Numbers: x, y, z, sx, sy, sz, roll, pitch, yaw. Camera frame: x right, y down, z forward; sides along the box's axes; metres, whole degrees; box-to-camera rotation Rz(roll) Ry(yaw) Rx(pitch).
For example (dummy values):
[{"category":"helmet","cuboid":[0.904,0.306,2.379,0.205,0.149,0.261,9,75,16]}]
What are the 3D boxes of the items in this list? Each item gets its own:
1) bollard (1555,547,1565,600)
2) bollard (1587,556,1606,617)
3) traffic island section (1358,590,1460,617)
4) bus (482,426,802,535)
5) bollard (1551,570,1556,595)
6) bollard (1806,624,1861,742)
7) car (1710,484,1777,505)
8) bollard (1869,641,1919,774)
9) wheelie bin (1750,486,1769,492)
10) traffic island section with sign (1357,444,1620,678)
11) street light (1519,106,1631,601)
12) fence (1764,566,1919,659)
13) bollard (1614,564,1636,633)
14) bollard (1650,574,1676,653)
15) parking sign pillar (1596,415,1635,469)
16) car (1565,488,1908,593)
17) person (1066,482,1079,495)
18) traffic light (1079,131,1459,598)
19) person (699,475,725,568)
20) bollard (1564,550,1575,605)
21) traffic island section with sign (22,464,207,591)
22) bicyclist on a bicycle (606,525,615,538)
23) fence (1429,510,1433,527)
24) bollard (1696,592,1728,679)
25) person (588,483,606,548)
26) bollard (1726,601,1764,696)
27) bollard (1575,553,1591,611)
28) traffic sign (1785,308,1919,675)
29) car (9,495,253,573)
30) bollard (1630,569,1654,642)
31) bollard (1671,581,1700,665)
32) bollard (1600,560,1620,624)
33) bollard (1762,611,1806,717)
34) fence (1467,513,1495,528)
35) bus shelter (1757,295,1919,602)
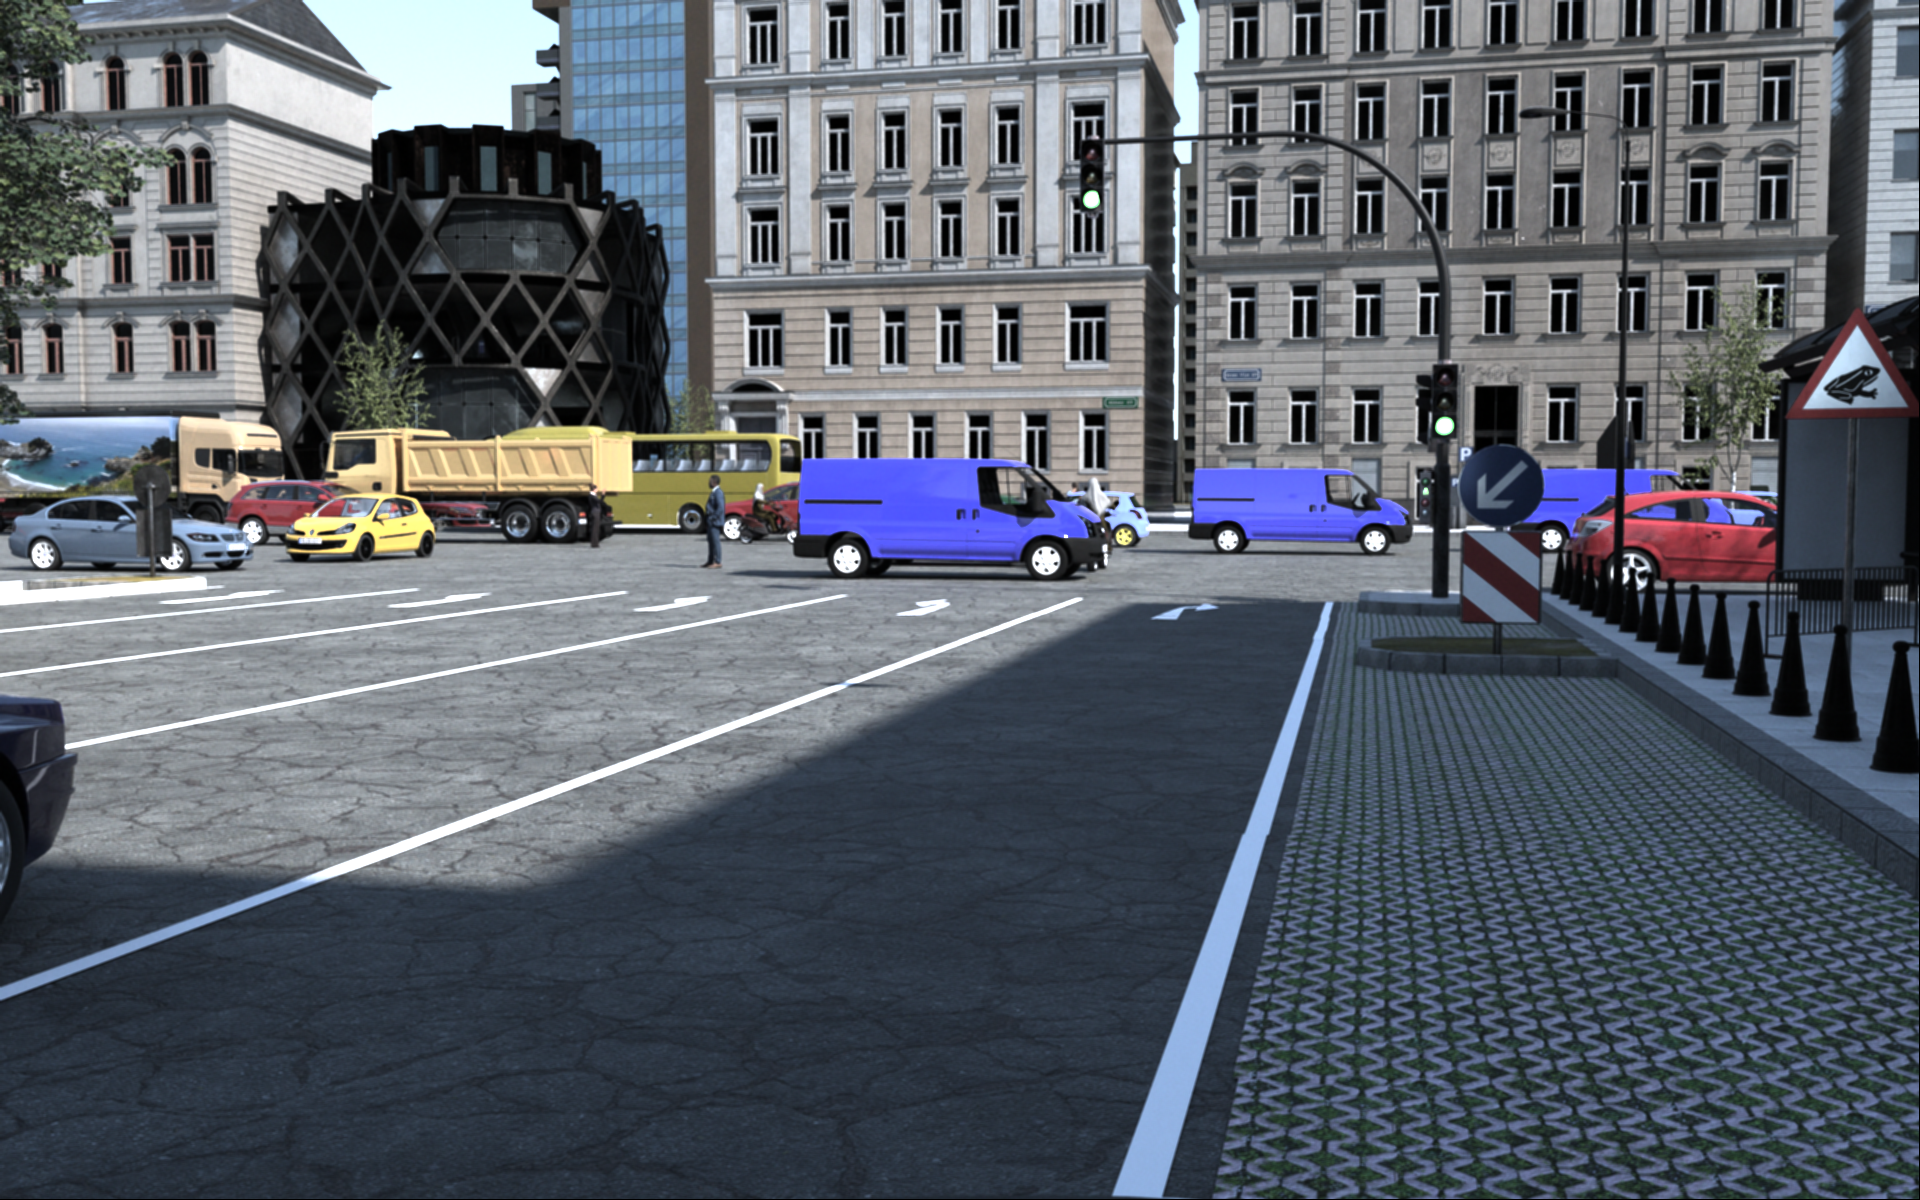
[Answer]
[{"category":"bollard","cuboid":[7.426,-0.310,21.114,0.229,0.601,0.229,0,3,0]},{"category":"bollard","cuboid":[6.724,-0.126,18.106,0.229,0.601,0.229,0,3,0]},{"category":"traffic island section","cuboid":[5.978,0.047,21.517,2.009,0.180,2.903,1,4,13]},{"category":"bus","cuboid":[-11.933,-4.363,62.884,12.252,3.916,2.896,1,4,14]},{"category":"bollard","cuboid":[7.662,-0.371,22.113,0.229,0.601,0.229,0,3,0]},{"category":"bollard","cuboid":[4.598,0.427,9.061,0.229,0.601,0.229,0,3,0]},{"category":"car","cuboid":[20.958,-2.180,45.226,3.694,1.707,1.945,1,4,13]},{"category":"bollard","cuboid":[4.362,0.489,8.042,0.229,0.601,0.229,0,3,0]},{"category":"wheelie bin","cuboid":[30.028,-3.504,65.195,0.980,1.594,0.693,1,4,13]},{"category":"traffic island section with sign","cuboid":[4.365,-0.362,14.540,1.989,1.847,2.006,1,4,13]},{"category":"street light","cuboid":[7.400,-2.953,20.828,1.470,5.913,1.316,1,4,13]},{"category":"fence","cuboid":[7.182,0.080,14.061,2.069,0.683,0.278,-2,4,-30]},{"category":"bollard","cuboid":[6.249,-0.004,16.104,0.229,0.601,0.229,0,3,0]},{"category":"bollard","cuboid":[5.777,0.120,14.083,0.229,0.601,0.229,0,3,0]},{"category":"parking sign pillar","cuboid":[22.402,-4.350,59.596,1.447,3.967,1.447,0,4,-7]},{"category":"car","cuboid":[10.967,-0.950,24.571,4.494,1.783,2.155,1,4,15]},{"category":"person","cuboid":[3.598,-2.783,54.094,0.616,1.811,0.778,1,4,16]},{"category":"traffic light","cuboid":[3.885,-2.880,21.748,4.771,5.953,1.251,1,4,13]},{"category":"person","cuboid":[-4.760,-1.523,33.580,0.419,1.800,0.721,-2,4,-26]},{"category":"bollard","cuboid":[7.186,-0.249,20.111,0.229,0.601,0.229,0,3,0]},{"category":"traffic island section with sign","cuboid":[-12.573,-1.098,26.093,2.006,1.907,1.989,1,4,13]},{"category":"bicyclist on a bicycle","cuboid":[-11.997,-2.834,56.350,1.625,1.676,1.499,1,4,11]},{"category":"fence","cuboid":[18.138,-3.069,65.560,0.278,0.683,2.069,0,4,-5]},{"category":"bollard","cuboid":[5.304,0.242,12.084,0.229,0.601,0.229,0,3,0]},{"category":"person","cuboid":[-9.642,-2.261,46.263,0.742,1.727,0.445,2,4,30]},{"category":"bollard","cuboid":[5.071,0.304,11.076,0.229,0.601,0.229,0,3,0]},{"category":"bollard","cuboid":[6.949,-0.188,19.108,0.229,0.601,0.229,0,3,0]},{"category":"traffic sign","cuboid":[6.280,-0.746,12.203,0.884,2.594,0.081,1,4,19]},{"category":"car","cuboid":[-15.610,-1.265,32.681,4.499,1.417,2.014,1,4,13]},{"category":"bollard","cuboid":[6.011,0.058,15.093,0.229,0.601,0.229,0,3,0]},{"category":"bollard","cuboid":[5.543,0.181,13.083,0.229,0.601,0.229,0,3,0]},{"category":"bollard","cuboid":[6.488,-0.065,17.105,0.229,0.601,0.229,0,3,0]},{"category":"bollard","cuboid":[4.839,0.365,10.073,0.229,0.601,0.229,0,3,0]},{"category":"fence","cuboid":[19.517,-3.321,65.497,2.264,1.192,0.480,-3,5,-41]},{"category":"bus shelter","cuboid":[10.092,-1.492,18.321,2.014,3.302,5.546,1,4,13]}]
